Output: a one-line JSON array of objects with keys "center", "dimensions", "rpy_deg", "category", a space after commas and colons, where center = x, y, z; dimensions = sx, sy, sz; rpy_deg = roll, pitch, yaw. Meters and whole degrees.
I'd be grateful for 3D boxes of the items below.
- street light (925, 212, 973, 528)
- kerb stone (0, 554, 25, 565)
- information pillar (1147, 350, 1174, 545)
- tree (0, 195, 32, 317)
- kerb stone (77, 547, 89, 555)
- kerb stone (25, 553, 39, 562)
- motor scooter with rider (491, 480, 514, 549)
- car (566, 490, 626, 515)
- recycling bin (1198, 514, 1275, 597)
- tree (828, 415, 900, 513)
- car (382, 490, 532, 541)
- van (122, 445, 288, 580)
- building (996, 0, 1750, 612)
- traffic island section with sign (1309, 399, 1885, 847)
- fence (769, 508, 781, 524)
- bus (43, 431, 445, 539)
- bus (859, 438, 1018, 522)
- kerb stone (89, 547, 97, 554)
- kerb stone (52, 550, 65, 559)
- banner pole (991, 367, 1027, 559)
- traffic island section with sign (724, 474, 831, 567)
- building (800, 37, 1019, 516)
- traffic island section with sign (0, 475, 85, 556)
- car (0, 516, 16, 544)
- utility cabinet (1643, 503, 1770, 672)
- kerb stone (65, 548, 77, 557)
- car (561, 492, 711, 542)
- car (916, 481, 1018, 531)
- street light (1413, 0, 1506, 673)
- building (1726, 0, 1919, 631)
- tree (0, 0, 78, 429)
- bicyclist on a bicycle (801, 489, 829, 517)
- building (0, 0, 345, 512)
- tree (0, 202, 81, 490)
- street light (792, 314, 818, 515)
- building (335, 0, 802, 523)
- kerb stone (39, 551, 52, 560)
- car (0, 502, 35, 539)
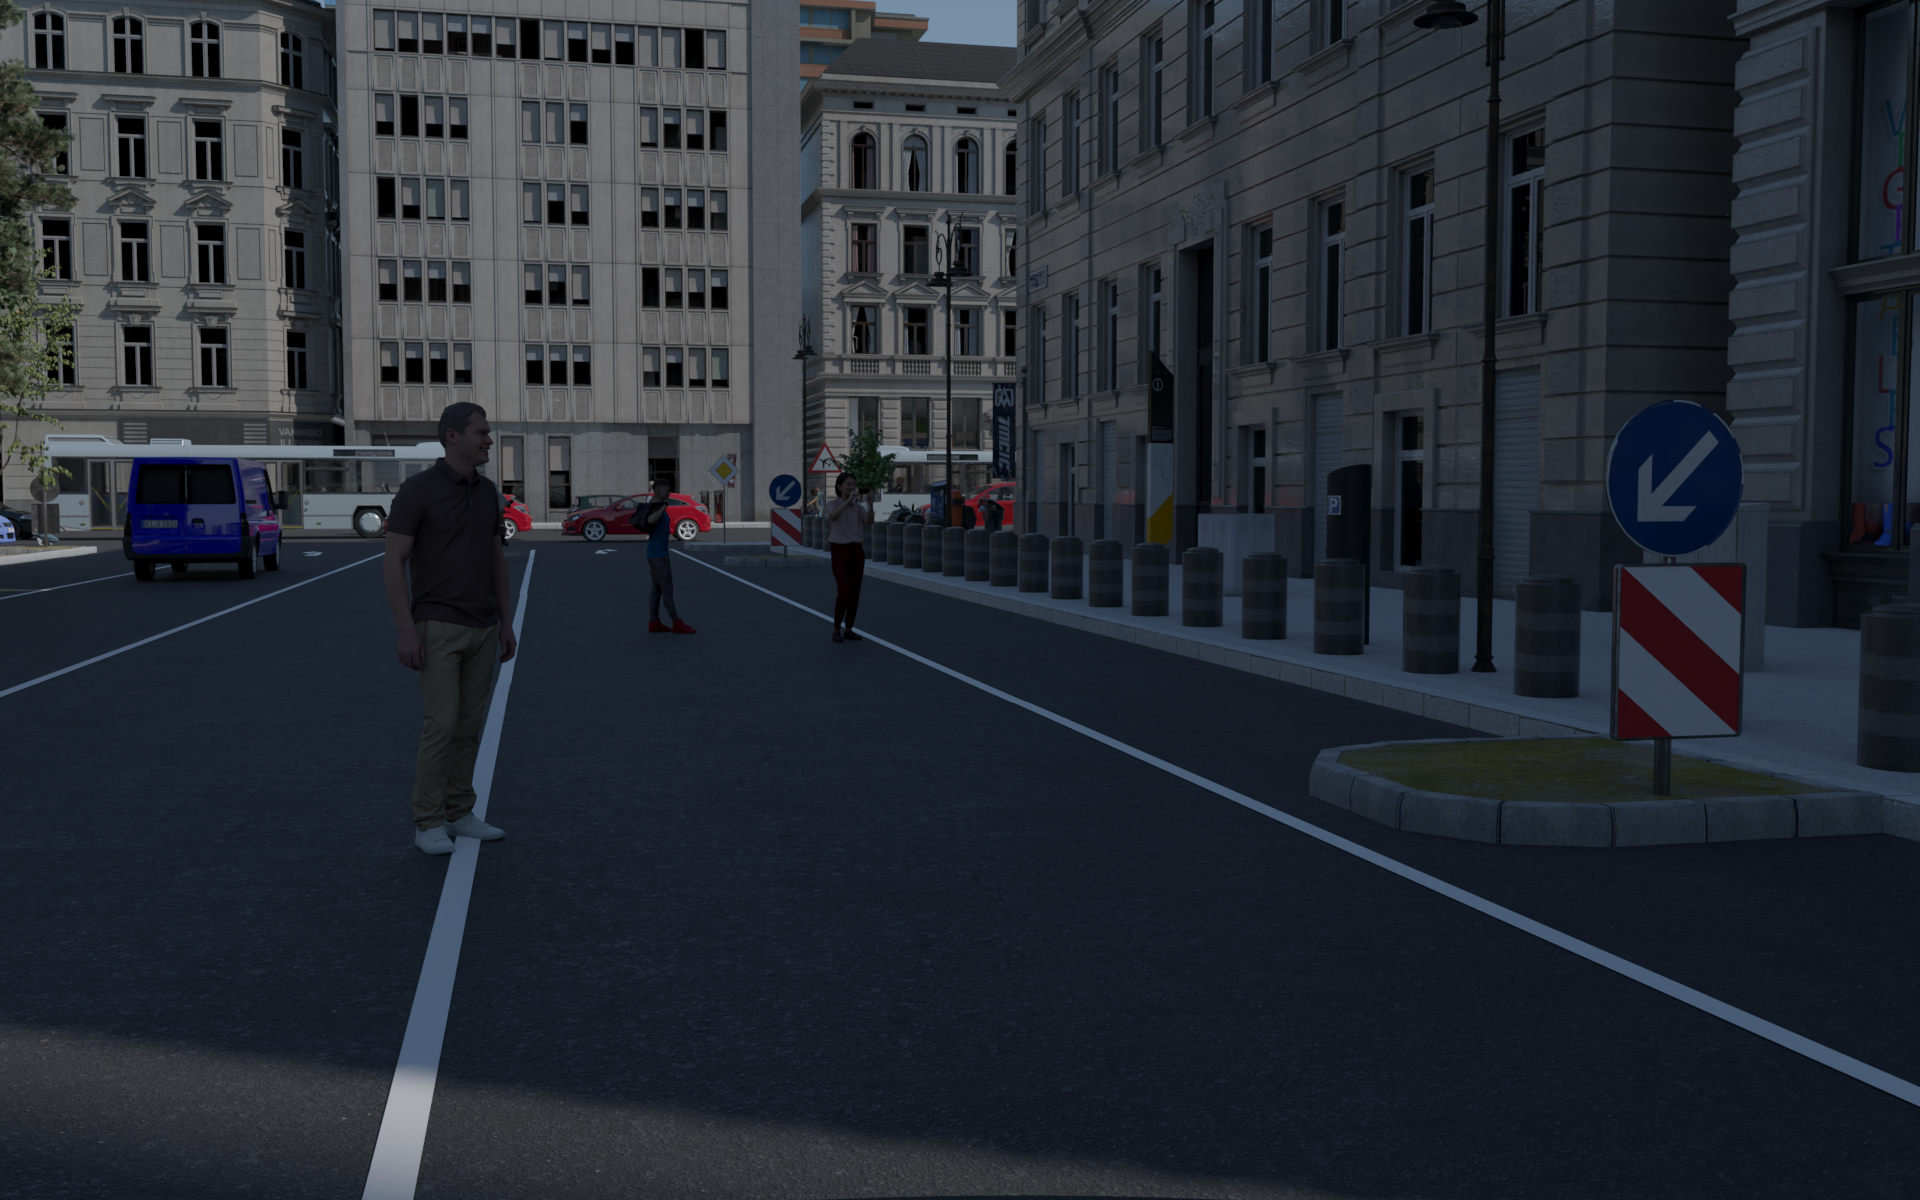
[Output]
[{"center": [-0.187, -3.422, 28.730], "dimensions": [0.468, 5.910, 1.993], "rpy_deg": [-1, 4, -13], "category": "street light"}, {"center": [-19.578, -0.831, 35.782], "dimensions": [0.120, 0.150, 1.000], "rpy_deg": [-1, 4, -13], "category": "kerb stone"}, {"center": [3.263, -2.260, 28.300], "dimensions": [0.504, 3.616, 0.183], "rpy_deg": [-2, 4, -32], "category": "information pillar"}, {"center": [-17.304, -6.223, 21.208], "dimensions": [9.611, 12.733, 9.660], "rpy_deg": [0, 3, 0], "category": "tree"}, {"center": [-20.770, -1.137, 40.779], "dimensions": [0.120, 0.150, 1.000], "rpy_deg": [-1, 4, -13], "category": "kerb stone"}, {"center": [-19.818, -0.892, 36.779], "dimensions": [0.120, 0.150, 1.000], "rpy_deg": [-1, 4, -13], "category": "kerb stone"}, {"center": [-10.174, -1.776, 38.001], "dimensions": [0.876, 1.779, 1.986], "rpy_deg": [-1, 4, -14], "category": "motor scooter with rider"}, {"center": [-13.314, -3.554, 67.893], "dimensions": [4.222, 1.686, 2.009], "rpy_deg": [-1, 4, -12], "category": "car"}, {"center": [3.515, -0.581, 22.054], "dimensions": [0.722, 1.027, 0.722], "rpy_deg": [-2, 4, -29], "category": "recycling bin"}, {"center": [-2.202, -2.946, 42.769], "dimensions": [1.663, 3.219, 1.824], "rpy_deg": [0, 3, 0], "category": "tree"}, {"center": [-15.582, -2.733, 53.727], "dimensions": [4.494, 1.783, 2.155], "rpy_deg": [-1, 4, -14], "category": "car"}, {"center": [-13.243, -1.602, 30.584], "dimensions": [2.240, 2.365, 5.245], "rpy_deg": [-1, 4, -15], "category": "van"}, {"center": [9.591, -14.297, 31.013], "dimensions": [12.463, 27.353, 25.104], "rpy_deg": [-1, 4, -13], "category": "building"}, {"center": [2.729, 0.037, 8.018], "dimensions": [1.989, 1.847, 2.006], "rpy_deg": [-1, 4, -13], "category": "traffic island section with sign"}, {"center": [-8.046, -3.736, 76.451], "dimensions": [0.278, 0.683, 2.069], "rpy_deg": [1, 4, 14], "category": "fence"}, {"center": [-21.964, -3.735, 55.927], "dimensions": [13.247, 3.499, 2.948], "rpy_deg": [-1, 4, -15], "category": "bus"}, {"center": [2.116, -4.210, 63.686], "dimensions": [13.247, 3.499, 2.948], "rpy_deg": [-1, 4, -11], "category": "bus"}, {"center": [-21.017, -1.196, 41.780], "dimensions": [0.120, 0.150, 1.000], "rpy_deg": [-1, 4, -13], "category": "kerb stone"}, {"center": [-20.302, -1.014, 38.774], "dimensions": [0.120, 0.150, 1.000], "rpy_deg": [-1, 4, -13], "category": "kerb stone"}, {"center": [1.033, -2.702, 34.201], "dimensions": [0.863, 3.779, 0.401], "rpy_deg": [0, 4, 4], "category": "banner pole"}, {"center": [-3.731, -1.614, 35.018], "dimensions": [1.989, 1.847, 2.006], "rpy_deg": [-1, 4, -13], "category": "traffic island section with sign"}, {"center": [1.595, -15.763, 86.600], "dimensions": [19.941, 23.489, 11.050], "rpy_deg": [-1, 4, -13], "category": "building"}, {"center": [-21.990, -2.029, 41.308], "dimensions": [2.006, 1.907, 1.989], "rpy_deg": [-1, 4, -13], "category": "traffic island section with sign"}, {"center": [-26.254, -2.120, 44.256], "dimensions": [3.694, 1.707, 1.945], "rpy_deg": [-1, 4, -14], "category": "car"}, {"center": [5.530, -0.107, 12.915], "dimensions": [0.306, 1.237, 1.020], "rpy_deg": [-1, 4, -16], "category": "utility cabinet"}, {"center": [-20.532, -1.075, 39.778], "dimensions": [0.120, 0.150, 1.000], "rpy_deg": [-1, 4, -13], "category": "kerb stone"}, {"center": [-9.842, -2.671, 52.709], "dimensions": [4.494, 1.783, 2.155], "rpy_deg": [-1, 4, -15], "category": "car"}, {"center": [1.227, -2.654, 52.062], "dimensions": [5.304, 1.827, 2.281], "rpy_deg": [-1, 4, -14], "category": "car"}, {"center": [3.788, -2.419, 12.345], "dimensions": [0.468, 5.910, 1.993], "rpy_deg": [-1, 4, -13], "category": "street light"}, {"center": [14.509, -11.024, 9.119], "dimensions": [11.050, 23.489, 19.941], "rpy_deg": [-1, 4, -13], "category": "building"}, {"center": [-19.692, -6.518, 31.086], "dimensions": [6.751, 12.117, 7.091], "rpy_deg": [0, 3, 0], "category": "tree"}, {"center": [-5.639, -3.412, 65.812], "dimensions": [1.625, 1.676, 1.499], "rpy_deg": [-1, 4, -15], "category": "bicyclist on a bicycle"}, {"center": [-50.274, -18.397, 77.199], "dimensions": [44.131, 29.872, 17.030], "rpy_deg": [-1, 4, -13], "category": "building"}, {"center": [-20.762, -5.145, 36.934], "dimensions": [4.737, 8.622, 4.395], "rpy_deg": [0, 3, 0], "category": "tree"}, {"center": [-3.996, -4.394, 44.637], "dimensions": [0.468, 5.910, 1.993], "rpy_deg": [-1, 4, -13], "category": "street light"}, {"center": [-18.296, -16.170, 82.408], "dimensions": [19.932, 24.808, 12.078], "rpy_deg": [-1, 4, -13], "category": "building"}, {"center": [-20.059, -0.953, 37.777], "dimensions": [0.120, 0.150, 1.000], "rpy_deg": [-1, 4, -13], "category": "kerb stone"}, {"center": [-30.908, -2.725, 54.342], "dimensions": [4.222, 1.686, 2.009], "rpy_deg": [-1, 4, -12], "category": "car"}]
